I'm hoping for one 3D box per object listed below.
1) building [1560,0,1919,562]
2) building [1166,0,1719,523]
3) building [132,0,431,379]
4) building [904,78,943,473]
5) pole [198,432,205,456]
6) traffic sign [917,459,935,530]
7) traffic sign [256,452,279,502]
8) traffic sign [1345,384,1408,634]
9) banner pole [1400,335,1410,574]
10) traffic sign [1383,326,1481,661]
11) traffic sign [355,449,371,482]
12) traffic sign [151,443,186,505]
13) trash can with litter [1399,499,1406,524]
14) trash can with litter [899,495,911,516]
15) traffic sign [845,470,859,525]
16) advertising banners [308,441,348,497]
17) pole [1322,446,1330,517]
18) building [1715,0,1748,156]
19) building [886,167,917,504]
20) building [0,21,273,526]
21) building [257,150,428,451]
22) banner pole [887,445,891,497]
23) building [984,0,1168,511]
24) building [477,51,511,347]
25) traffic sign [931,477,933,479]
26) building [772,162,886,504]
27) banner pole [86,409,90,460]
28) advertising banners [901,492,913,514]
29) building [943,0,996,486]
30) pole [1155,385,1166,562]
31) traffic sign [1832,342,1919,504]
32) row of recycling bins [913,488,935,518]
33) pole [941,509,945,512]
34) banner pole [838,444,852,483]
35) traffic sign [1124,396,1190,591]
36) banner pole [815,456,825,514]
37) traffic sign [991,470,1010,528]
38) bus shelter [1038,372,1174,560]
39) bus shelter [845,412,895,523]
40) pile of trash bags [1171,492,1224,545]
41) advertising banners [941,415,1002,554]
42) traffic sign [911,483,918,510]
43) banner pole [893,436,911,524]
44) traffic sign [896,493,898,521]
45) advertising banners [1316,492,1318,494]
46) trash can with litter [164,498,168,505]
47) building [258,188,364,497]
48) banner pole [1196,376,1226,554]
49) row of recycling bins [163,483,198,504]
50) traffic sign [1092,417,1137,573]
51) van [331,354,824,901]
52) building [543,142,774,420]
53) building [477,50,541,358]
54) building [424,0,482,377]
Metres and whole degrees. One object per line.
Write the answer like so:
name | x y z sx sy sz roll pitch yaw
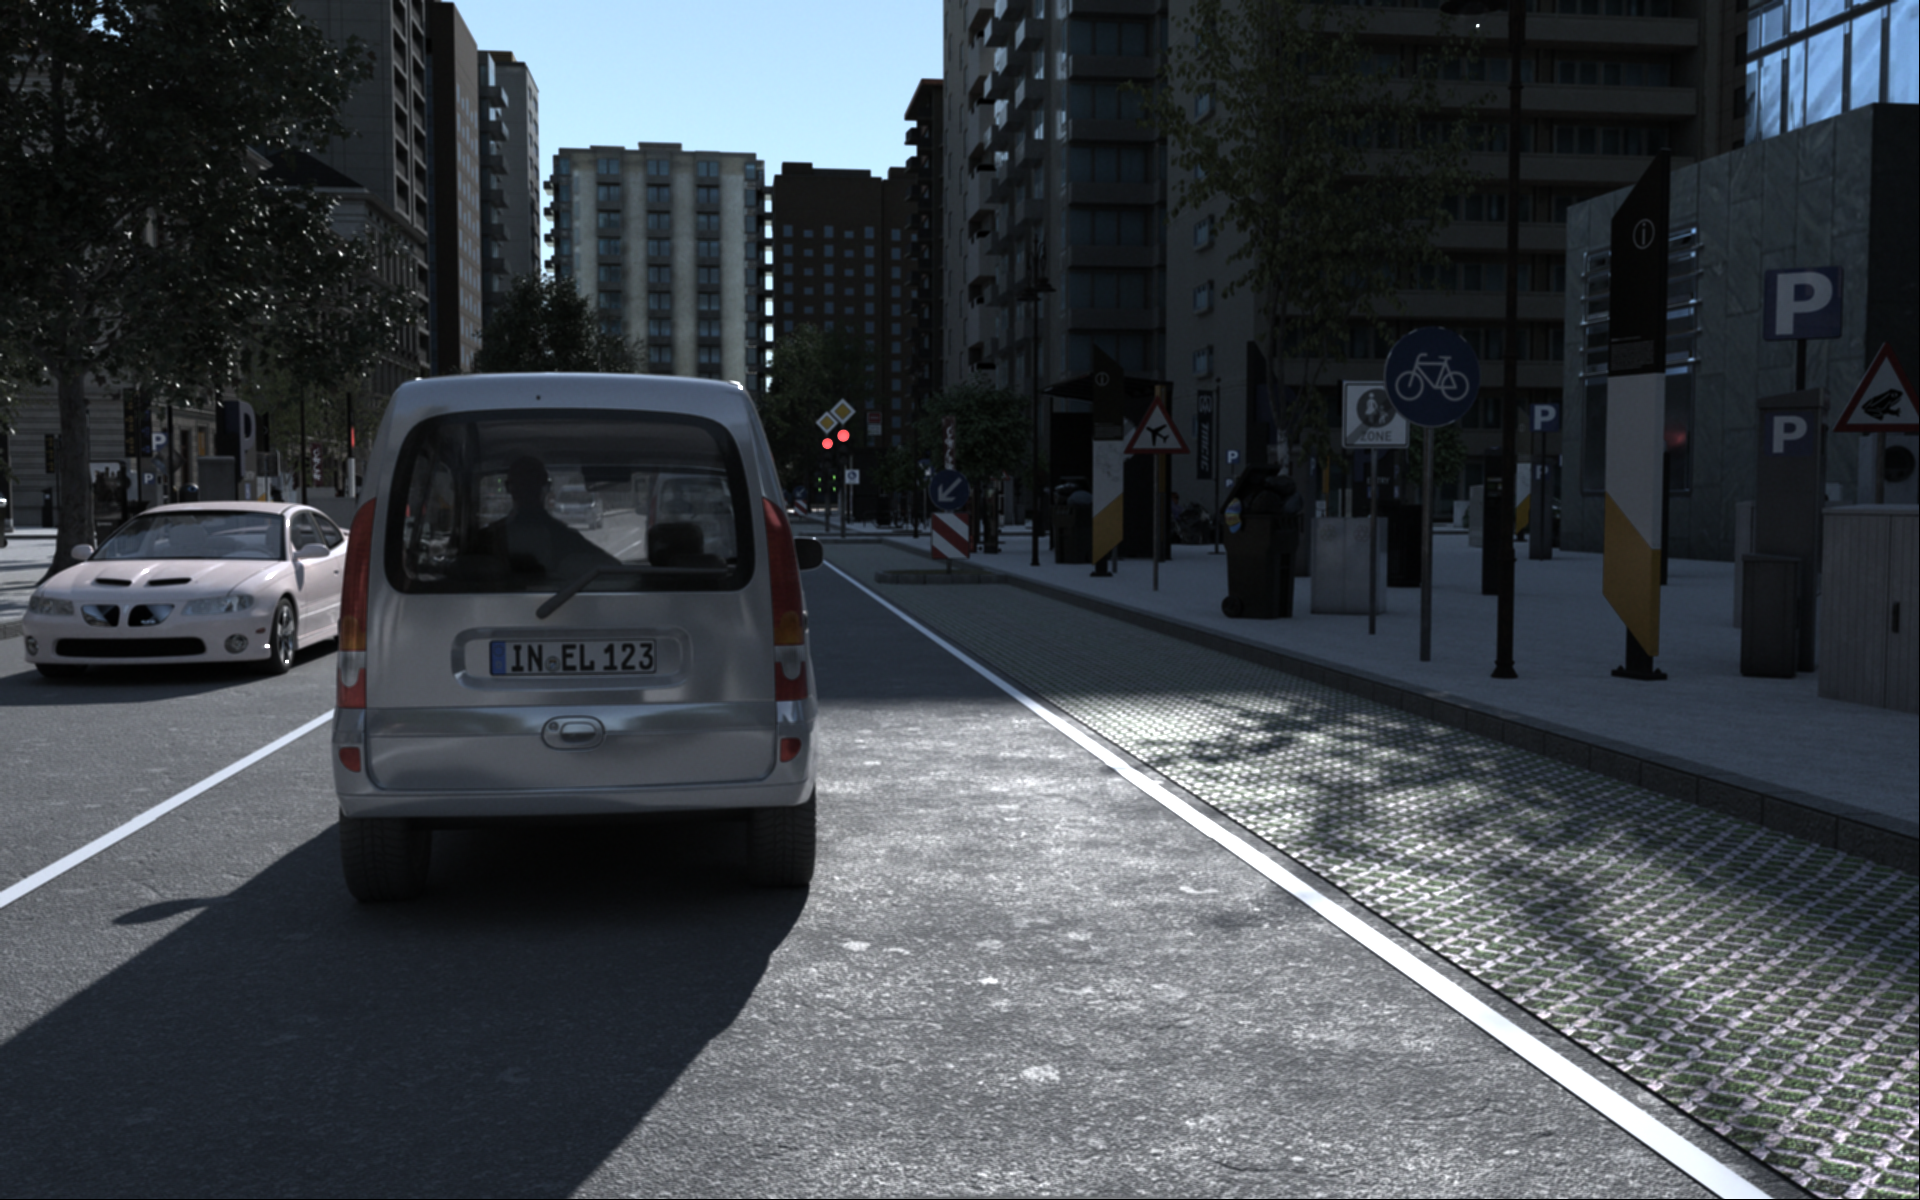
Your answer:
building | 26.734 -43.434 22.815 22.319 86.520 31.000 0 4 -8
building | 21.586 -28.231 85.279 21.600 48.544 21.300 0 4 -8
building | -51.374 -42.752 137.252 20.563 71.187 20.611 0 4 -8
building | 5.743 -32.314 182.961 22.147 44.769 28.867 0 4 -8
pole | -25.117 -3.889 57.434 0.158 3.312 0.155 0 3 0
traffic sign | -1.270 -3.822 62.594 0.768 2.556 0.104 0 4 -1
traffic sign | -16.863 -2.446 42.126 0.606 2.300 0.079 0 4 0
traffic sign | 3.770 -0.835 15.778 0.606 2.300 0.079 0 4 -1
banner pole | 6.959 -2.264 27.037 0.401 3.779 0.863 0 4 7
traffic sign | 3.581 -0.804 13.251 0.768 2.556 0.104 0 4 -7
traffic sign | -16.815 -2.982 48.865 0.768 2.556 0.104 0 4 -1
traffic sign | -17.996 -2.337 39.402 0.795 2.450 0.064 0 4 -3
trash can with litter | 19.094 -3.861 74.509 1.055 1.170 0.624 3 5 44
trash can with litter | -3.085 -5.677 103.882 1.678 1.210 2.233 3 4 37
traffic sign | -4.510 -4.302 72.466 0.606 2.300 0.079 0 4 -1
advertising banners | -21.023 -3.809 58.471 0.090 3.025 2.074 3 4 38
pole | 15.274 -4.812 72.511 0.158 3.312 0.155 0 3 0
building | 50.521 -39.728 87.802 20.611 71.187 20.563 0 4 -8
building | -4.178 -36.117 240.618 14.200 45.320 14.600 0 4 -8
building | -39.477 -14.778 77.783 11.583 22.565 21.152 0 4 -8
building | -43.447 -17.681 117.964 11.050 23.489 19.941 0 4 -8
banner pole | -3.438 -6.066 89.203 0.401 3.779 0.863 3 5 43
building | 13.693 -30.047 110.879 23.786 49.044 30.456 0 4 -8
building | -62.032 -34.068 176.622 30.456 49.044 23.786 0 4 -8
traffic sign | -1.170 -5.023 84.263 0.606 2.300 0.079 0 4 -3
building | -18.321 -35.903 237.128 14.200 45.320 14.600 0 4 -8
banner pole | -22.477 -3.331 44.471 0.401 3.779 0.863 0 4 -6
advertising banners | -3.599 -7.097 112.223 2.074 3.025 0.090 3 4 37
building | 13.411 -34.581 154.646 28.713 52.752 27.495 0 4 -8
pole | 3.756 -2.366 32.532 0.158 3.312 0.155 0 3 0
traffic sign | 7.912 -0.911 14.899 0.884 2.594 0.081 0 4 -2
row of recycling bins | -1.965 -5.263 93.162 1.069 1.692 3.534 0 4 6
pole | -0.710 -4.839 72.957 0.158 3.312 0.155 0 3 0
banner pole | -5.706 -5.917 86.760 0.863 3.779 0.401 -1 4 -11
traffic sign | 2.599 -1.403 22.950 0.884 2.594 0.081 0 4 -4
banner pole | -9.220 -7.599 114.254 0.863 3.779 0.401 -3 5 -44
traffic sign | 1.454 -4.022 65.765 0.884 2.594 0.081 0 4 -2
bus shelter | 2.946 -2.769 36.550 1.731 3.624 6.357 0 4 -8
bus shelter | -4.548 -6.396 82.199 2.179 5.291 8.768 0 4 -8
pile of trash bags | 6.639 -2.150 44.909 3.447 1.369 1.912 -2 4 -32
advertising banners | 0.222 -2.544 37.776 0.090 3.025 2.074 -3 4 -37
traffic sign | -2.189 -4.659 78.302 0.606 2.300 0.079 0 4 -2
banner pole | -2.403 -5.186 74.803 0.401 3.779 0.863 3 5 43
traffic sign | -2.982 -5.014 82.088 0.768 2.556 0.104 0 4 0
advertising banners | 13.861 -4.643 72.105 2.074 3.025 0.090 2 4 26
trash can with litter | -25.944 -2.718 55.834 1.055 1.170 0.624 -2 4 -27
building | -40.961 -14.315 98.677 10.561 19.102 19.286 0 4 -8
banner pole | 5.316 -2.863 36.825 0.863 3.779 0.401 -3 4 -38
row of recycling bins | -29.340 -3.664 67.013 3.534 1.692 1.069 -3 5 -39
traffic sign | 2.524 -1.717 28.175 0.768 2.556 0.104 0 4 -4
van | -1.557 -0.034 7.561 2.013 2.044 4.112 -1 4 -9
building | -41.060 -37.857 238.564 30.456 49.044 23.786 0 4 -8
building | -70.936 -42.237 232.568 28.212 58.520 21.231 0 4 -8
building | -51.120 -30.917 155.605 14.600 45.320 14.200 0 4 -8
